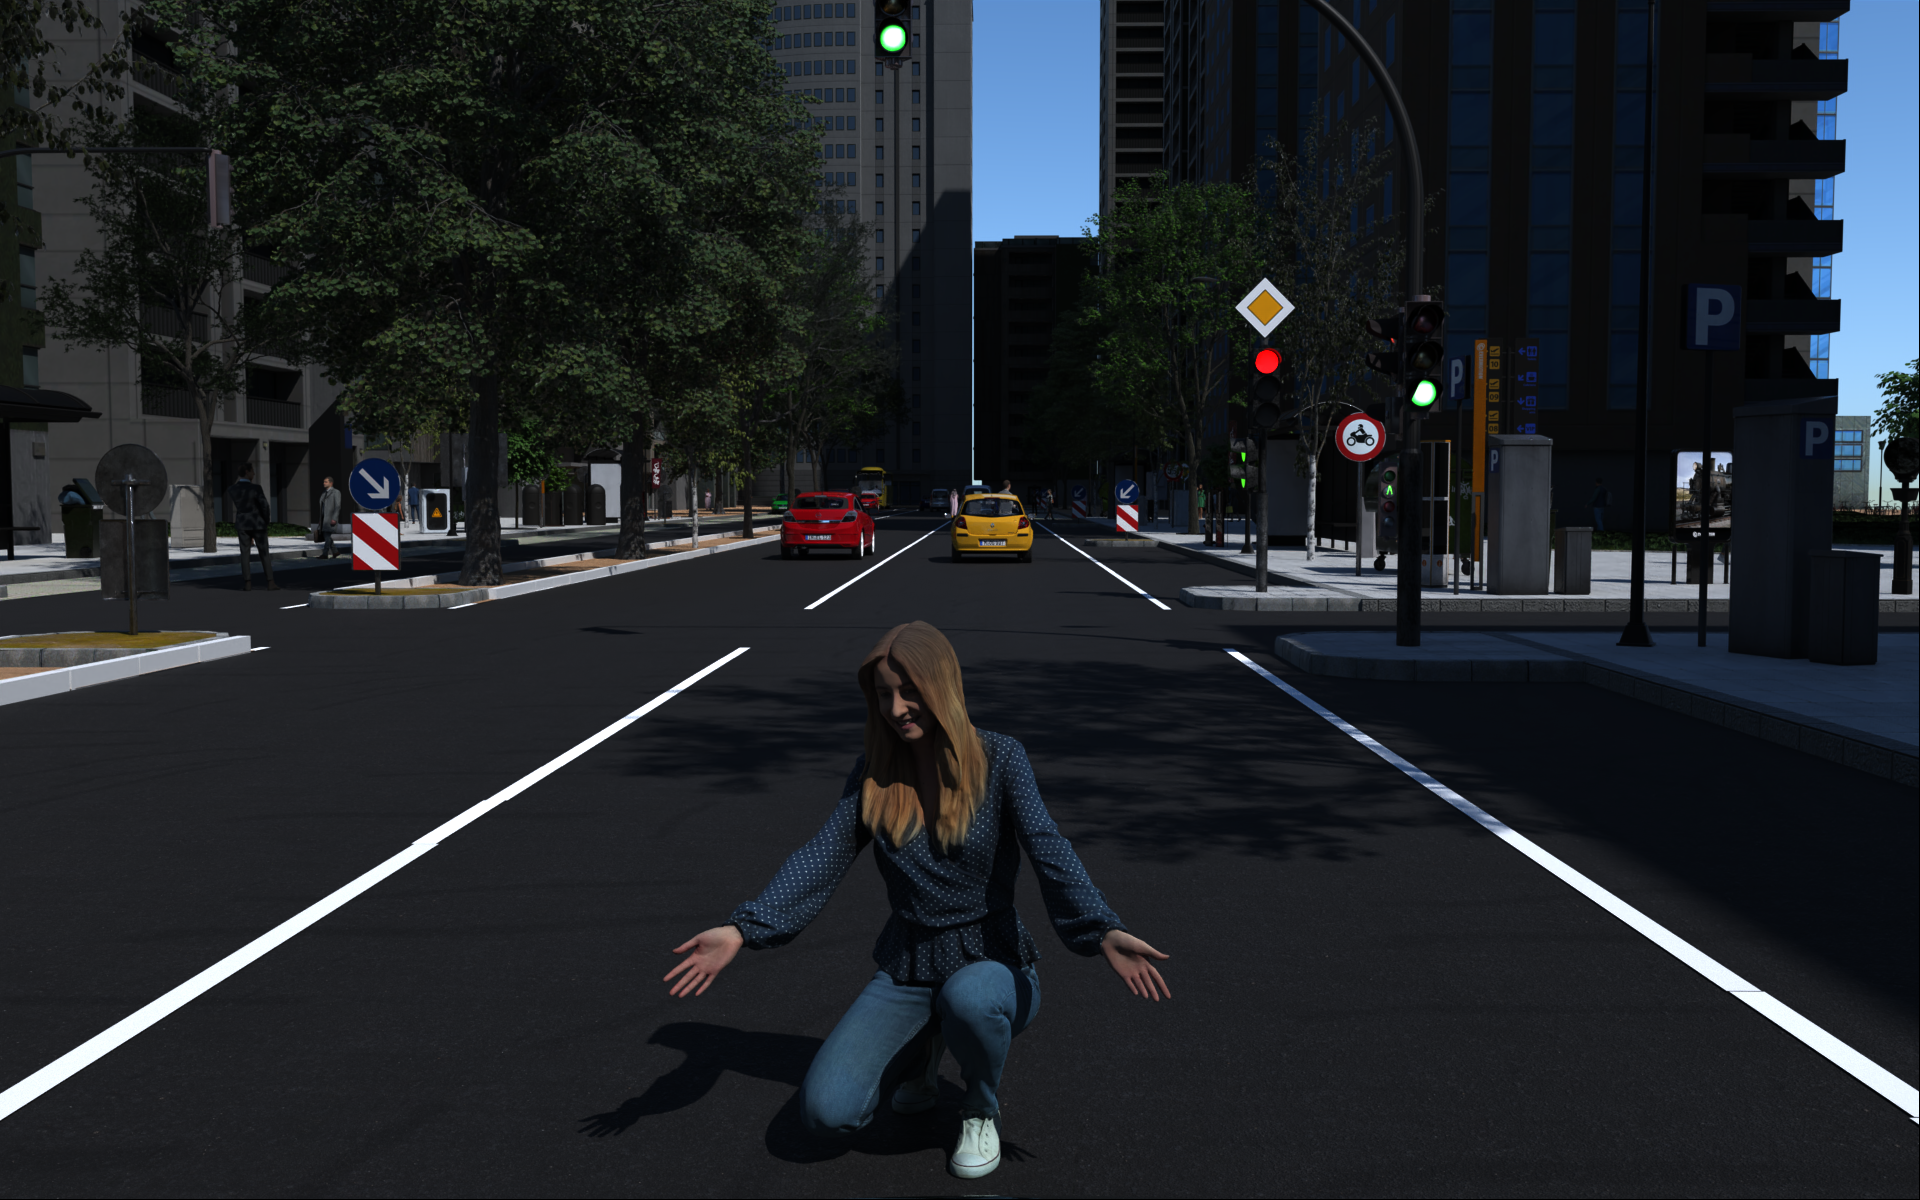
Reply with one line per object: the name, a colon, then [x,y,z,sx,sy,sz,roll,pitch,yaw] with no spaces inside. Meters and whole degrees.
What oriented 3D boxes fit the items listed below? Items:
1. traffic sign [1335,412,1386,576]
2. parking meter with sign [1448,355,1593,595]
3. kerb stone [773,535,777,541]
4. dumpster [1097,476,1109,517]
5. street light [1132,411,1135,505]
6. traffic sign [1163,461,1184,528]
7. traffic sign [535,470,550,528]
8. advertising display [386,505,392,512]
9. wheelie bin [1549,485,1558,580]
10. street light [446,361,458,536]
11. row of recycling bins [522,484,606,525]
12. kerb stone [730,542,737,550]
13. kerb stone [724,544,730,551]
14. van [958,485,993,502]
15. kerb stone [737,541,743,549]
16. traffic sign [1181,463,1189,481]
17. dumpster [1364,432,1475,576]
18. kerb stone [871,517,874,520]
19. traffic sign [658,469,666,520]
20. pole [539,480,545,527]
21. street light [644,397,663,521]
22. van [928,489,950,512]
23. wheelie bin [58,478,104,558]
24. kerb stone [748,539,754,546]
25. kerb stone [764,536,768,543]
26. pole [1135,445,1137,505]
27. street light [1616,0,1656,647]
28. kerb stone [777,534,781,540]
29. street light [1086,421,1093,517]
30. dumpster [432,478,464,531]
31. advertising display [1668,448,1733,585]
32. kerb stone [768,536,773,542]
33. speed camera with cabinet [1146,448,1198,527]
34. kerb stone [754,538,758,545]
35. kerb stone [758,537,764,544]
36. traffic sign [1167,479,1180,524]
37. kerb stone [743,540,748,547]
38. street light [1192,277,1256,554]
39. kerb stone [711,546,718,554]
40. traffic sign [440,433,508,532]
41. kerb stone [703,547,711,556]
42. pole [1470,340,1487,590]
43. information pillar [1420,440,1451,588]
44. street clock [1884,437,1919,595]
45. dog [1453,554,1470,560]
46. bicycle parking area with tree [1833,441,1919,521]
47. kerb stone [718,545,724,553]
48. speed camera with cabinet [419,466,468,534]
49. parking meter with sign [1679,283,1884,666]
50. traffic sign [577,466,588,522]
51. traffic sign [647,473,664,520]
traffic sign: [6.235,-1.647,27.029,0.768,2.556,0.104,1,4,9]
parking meter with sign: [7.147,-1.578,22.054,1.738,3.016,0.543,0,4,-5]
kerb stone: [-5.768,-1.862,52.645,0.120,0.150,1.000,0,4,1]
dumpster: [8.411,-5.718,95.978,1.502,2.255,1.985,0,4,1]
street light: [6.243,-5.812,67.571,1.470,5.913,1.316,0,4,1]
traffic sign: [8.060,-4.001,65.529,0.768,2.556,0.104,0,4,2]
traffic sign: [-15.826,-3.991,65.358,0.768,2.556,0.104,1,4,10]
advertising display: [-15.830,-2.619,48.037,0.123,1.923,0.974,-1,4,-16]
wheelie bin: [7.830,-0.984,24.003,0.693,1.594,0.980,-1,4,-14]
street light: [-14.968,-4.902,52.684,1.470,5.913,1.316,0,4,1]
row of recycling bins: [-16.312,-3.927,71.315,3.534,1.692,1.069,0,4,5]
kerb stone: [-5.921,-1.355,44.439,0.120,0.150,1.000,0,4,1]
kerb stone: [-5.954,-1.297,43.409,0.120,0.150,1.000,0,4,1]
van: [0.893,-4.617,82.498,2.013,2.044,4.112,0,4,2]
kerb stone: [-5.896,-1.423,45.461,0.120,0.150,1.000,0,4,1]
traffic sign: [9.265,-4.384,71.411,0.795,2.593,0.064,0,4,8]
dumpster: [7.483,-1.562,28.030,1.502,2.255,1.985,0,4,1]
kerb stone: [-4.880,-4.555,96.747,0.120,0.150,1.000,0,4,1]
traffic sign: [-14.776,-5.187,84.914,0.768,2.556,0.104,0,4,3]
pole: [-16.206,-4.482,67.124,0.158,3.312,0.155,0,3,0]
street light: [-14.457,-6.728,82.551,1.470,5.913,1.316,0,4,1]
van: [-1.601,-8.134,140.005,2.013,2.044,4.112,0,4,0]
wheelie bin: [-17.618,-1.640,34.720,0.693,1.594,0.980,0,4,-4]
kerb stone: [-5.857,-1.548,47.512,0.120,0.150,1.000,0,4,1]
kerb stone: [-5.799,-1.737,50.591,0.120,0.150,1.000,0,4,1]
pole: [7.303,-4.799,72.308,0.158,3.312,0.155,0,3,0]
street light: [5.197,-2.569,14.537,1.470,5.913,1.316,0,4,1]
kerb stone: [-5.738,-1.925,53.667,0.120,0.150,1.000,0,4,1]
street light: [6.761,-7.639,97.438,1.470,5.913,1.316,0,4,1]
dumpster: [-17.051,-3.470,59.223,1.502,2.255,1.985,0,4,1]
advertising display: [10.540,-1.187,24.623,0.974,1.923,0.123,-1,4,-13]
kerb stone: [-5.774,-1.799,51.613,0.120,0.150,1.000,0,4,1]
speed camera with cabinet: [8.401,-4.540,68.561,2.038,3.252,0.660,-1,4,-20]
kerb stone: [-5.848,-1.605,48.538,0.120,0.150,1.000,0,4,1]
kerb stone: [-5.813,-1.674,49.560,0.120,0.150,1.000,0,4,1]
traffic sign: [9.003,-4.553,74.450,0.884,2.594,0.081,0,4,3]
kerb stone: [-5.885,-1.485,46.483,0.120,0.150,1.000,0,4,1]
street light: [5.659,-3.954,37.189,1.470,5.913,1.316,0,4,1]
kerb stone: [-5.982,-1.171,41.355,0.120,0.150,1.000,0,4,1]
traffic sign: [-16.228,-3.913,57.844,2.265,3.308,0.079,0,4,2]
kerb stone: [-6.003,-1.109,40.324,0.120,0.150,1.000,0,4,1]
pole: [6.897,-1.786,23.041,0.158,3.312,0.155,0,3,0]
information pillar: [6.483,-1.175,23.705,0.304,2.012,0.304,-2,4,-23]
street clock: [12.067,-1.074,22.127,0.358,2.002,0.471,-3,5,-43]
dog: [9.918,-1.048,33.970,0.540,0.507,0.406,1,4,12]
bicycle parking area with tree: [51.537,-6.410,91.811,9.016,4.147,8.231,-1,4,-21]
kerb stone: [-5.965,-1.234,42.379,0.120,0.150,1.000,0,4,1]
speed camera with cabinet: [-16.537,-3.797,56.424,2.038,3.252,0.660,-2,4,-27]
parking meter with sign: [6.497,-1.066,13.697,0.543,3.016,1.738,-1,4,-18]
traffic sign: [-17.012,-4.802,78.613,0.768,2.556,0.104,0,4,1]
traffic sign: [-14.898,-5.170,84.537,0.884,2.594,0.081,0,4,5]
